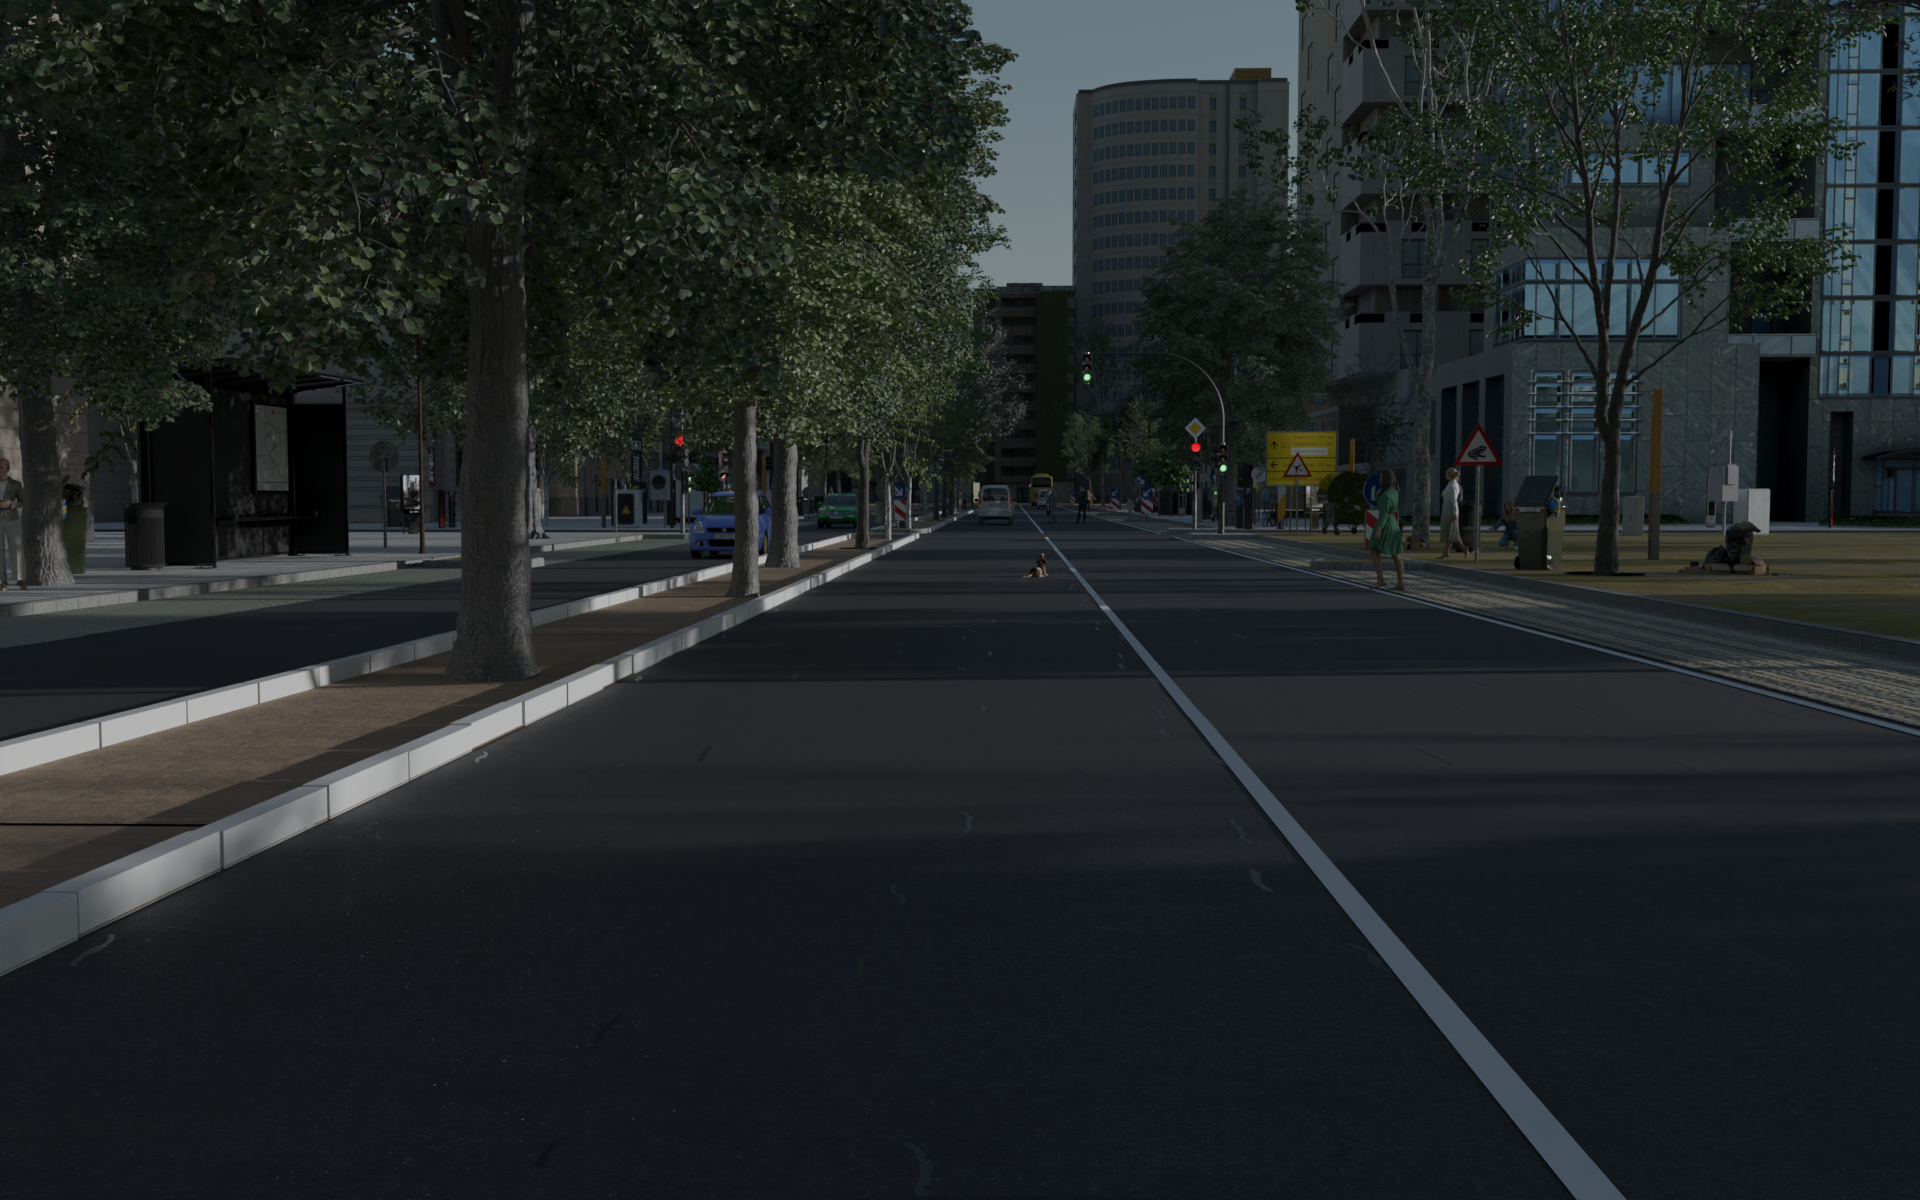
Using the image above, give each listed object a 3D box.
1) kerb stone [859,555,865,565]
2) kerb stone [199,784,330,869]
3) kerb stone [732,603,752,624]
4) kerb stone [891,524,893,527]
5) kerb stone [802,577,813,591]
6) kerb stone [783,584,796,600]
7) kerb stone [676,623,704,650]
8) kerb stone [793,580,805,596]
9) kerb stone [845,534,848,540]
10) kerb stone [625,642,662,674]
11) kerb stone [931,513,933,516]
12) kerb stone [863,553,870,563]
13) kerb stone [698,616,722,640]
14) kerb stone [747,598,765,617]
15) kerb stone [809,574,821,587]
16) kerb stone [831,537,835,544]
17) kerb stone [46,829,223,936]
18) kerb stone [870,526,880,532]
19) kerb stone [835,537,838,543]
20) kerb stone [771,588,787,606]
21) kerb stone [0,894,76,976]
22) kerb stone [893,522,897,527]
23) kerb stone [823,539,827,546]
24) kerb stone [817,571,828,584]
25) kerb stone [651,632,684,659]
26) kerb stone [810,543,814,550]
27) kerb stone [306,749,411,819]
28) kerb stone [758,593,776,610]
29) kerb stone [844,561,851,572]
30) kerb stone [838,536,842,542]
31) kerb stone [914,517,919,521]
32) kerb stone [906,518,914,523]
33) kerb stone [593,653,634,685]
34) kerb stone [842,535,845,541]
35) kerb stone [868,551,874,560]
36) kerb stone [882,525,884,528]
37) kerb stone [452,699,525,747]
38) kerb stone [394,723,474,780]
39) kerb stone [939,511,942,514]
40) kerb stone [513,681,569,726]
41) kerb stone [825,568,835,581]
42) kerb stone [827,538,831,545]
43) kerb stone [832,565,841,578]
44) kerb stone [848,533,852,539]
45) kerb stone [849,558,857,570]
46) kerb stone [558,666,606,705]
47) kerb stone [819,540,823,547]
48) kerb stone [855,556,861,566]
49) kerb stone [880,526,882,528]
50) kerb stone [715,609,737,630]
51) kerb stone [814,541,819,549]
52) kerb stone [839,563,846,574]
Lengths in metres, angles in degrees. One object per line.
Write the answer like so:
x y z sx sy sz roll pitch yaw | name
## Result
-2.055 -0.771 34.794 0.120 0.150 1.000 0 4 2 | kerb stone
-2.857 0.927 7.116 0.120 0.150 1.000 0 4 2 | kerb stone
-2.498 0.171 19.406 0.120 0.150 1.000 0 4 2 | kerb stone
-3.032 -3.125 73.311 0.120 0.150 1.000 0 4 2 | kerb stone
-2.327 -0.207 25.583 0.120 0.150 1.000 0 4 2 | kerb stone
-2.380 -0.079 23.522 0.120 0.150 1.000 0 4 2 | kerb stone
-2.587 0.358 16.341 0.120 0.150 1.000 0 4 2 | kerb stone
-2.347 -0.143 24.554 0.120 0.150 1.000 0 4 2 | kerb stone
-3.614 -1.892 53.225 0.120 0.150 1.000 0 4 2 | kerb stone
-2.642 0.483 14.293 0.120 0.150 1.000 0 4 2 | kerb stone
-1.896 -5.509 112.275 0.120 0.150 1.000 0 4 2 | kerb stone
-2.024 -0.834 35.825 0.120 0.150 1.000 0 4 2 | kerb stone
-2.556 0.296 17.362 0.120 0.150 1.000 0 4 2 | kerb stone
-2.468 0.108 20.443 0.120 0.150 1.000 0 4 2 | kerb stone
-2.294 -0.270 26.605 0.120 0.150 1.000 0 4 2 | kerb stone
-3.733 -1.646 49.133 0.120 0.150 1.000 0 4 2 | kerb stone
-2.891 0.985 6.095 0.120 0.150 1.000 0 4 2 | kerb stone
-3.236 -2.684 66.120 0.120 0.150 1.000 0 4 2 | kerb stone
-3.704 -1.710 50.155 0.120 0.150 1.000 0 4 2 | kerb stone
-2.410 -0.014 22.492 0.120 0.150 1.000 0 4 2 | kerb stone
-2.912 1.047 5.073 0.120 0.150 1.000 0 4 2 | kerb stone
-2.902 -3.374 77.411 0.120 0.150 1.000 0 4 2 | kerb stone
-3.789 -1.519 47.084 0.120 0.150 1.000 0 4 2 | kerb stone
-2.256 -0.332 27.627 0.120 0.150 1.000 0 4 2 | kerb stone
-2.621 0.421 15.315 0.120 0.150 1.000 0 4 2 | kerb stone
-3.888 -1.334 44.009 0.120 0.150 1.000 0 4 2 | kerb stone
-2.825 0.860 8.138 0.120 0.150 1.000 0 4 2 | kerb stone
-2.440 0.045 21.465 0.120 0.150 1.000 0 4 2 | kerb stone
-2.141 -0.582 31.716 0.120 0.150 1.000 0 4 2 | kerb stone
-3.676 -1.770 51.182 0.120 0.150 1.000 0 4 2 | kerb stone
-2.436 -4.380 93.816 0.120 0.150 1.000 0 4 2 | kerb stone
-2.587 -4.067 88.689 0.120 0.150 1.000 0 4 2 | kerb stone
-2.684 0.550 13.264 0.120 0.150 1.000 0 4 2 | kerb stone
-3.653 -1.833 52.203 0.120 0.150 1.000 0 4 2 | kerb stone
-1.989 -0.896 36.847 0.120 0.150 1.000 0 4 2 | kerb stone
-3.183 -2.811 68.169 0.120 0.150 1.000 0 4 2 | kerb stone
-2.778 0.734 10.191 0.120 0.150 1.000 0 4 2 | kerb stone
-2.798 0.804 9.162 0.120 0.150 1.000 0 4 2 | kerb stone
-1.301 -6.758 132.779 0.120 0.150 1.000 0 4 2 | kerb stone
-2.735 0.673 11.214 0.120 0.150 1.000 0 4 2 | kerb stone
-2.222 -0.395 28.649 0.120 0.150 1.000 0 4 2 | kerb stone
-3.768 -1.583 48.108 0.120 0.150 1.000 0 4 2 | kerb stone
-2.197 -0.457 29.670 0.120 0.150 1.000 0 4 2 | kerb stone
-3.583 -1.958 54.246 0.120 0.150 1.000 0 4 2 | kerb stone
-2.106 -0.645 32.740 0.120 0.150 1.000 0 4 2 | kerb stone
-2.701 0.610 12.242 0.120 0.150 1.000 0 4 2 | kerb stone
-3.820 -1.451 46.063 0.120 0.150 1.000 0 4 2 | kerb stone
-2.082 -0.707 33.762 0.120 0.150 1.000 0 4 2 | kerb stone
-3.214 -2.749 67.142 0.120 0.150 1.000 0 4 2 | kerb stone
-2.529 0.233 18.384 0.120 0.150 1.000 0 4 2 | kerb stone
-3.856 -1.397 45.030 0.120 0.150 1.000 0 4 2 | kerb stone
-2.168 -0.515 30.695 0.120 0.150 1.000 0 4 2 | kerb stone
